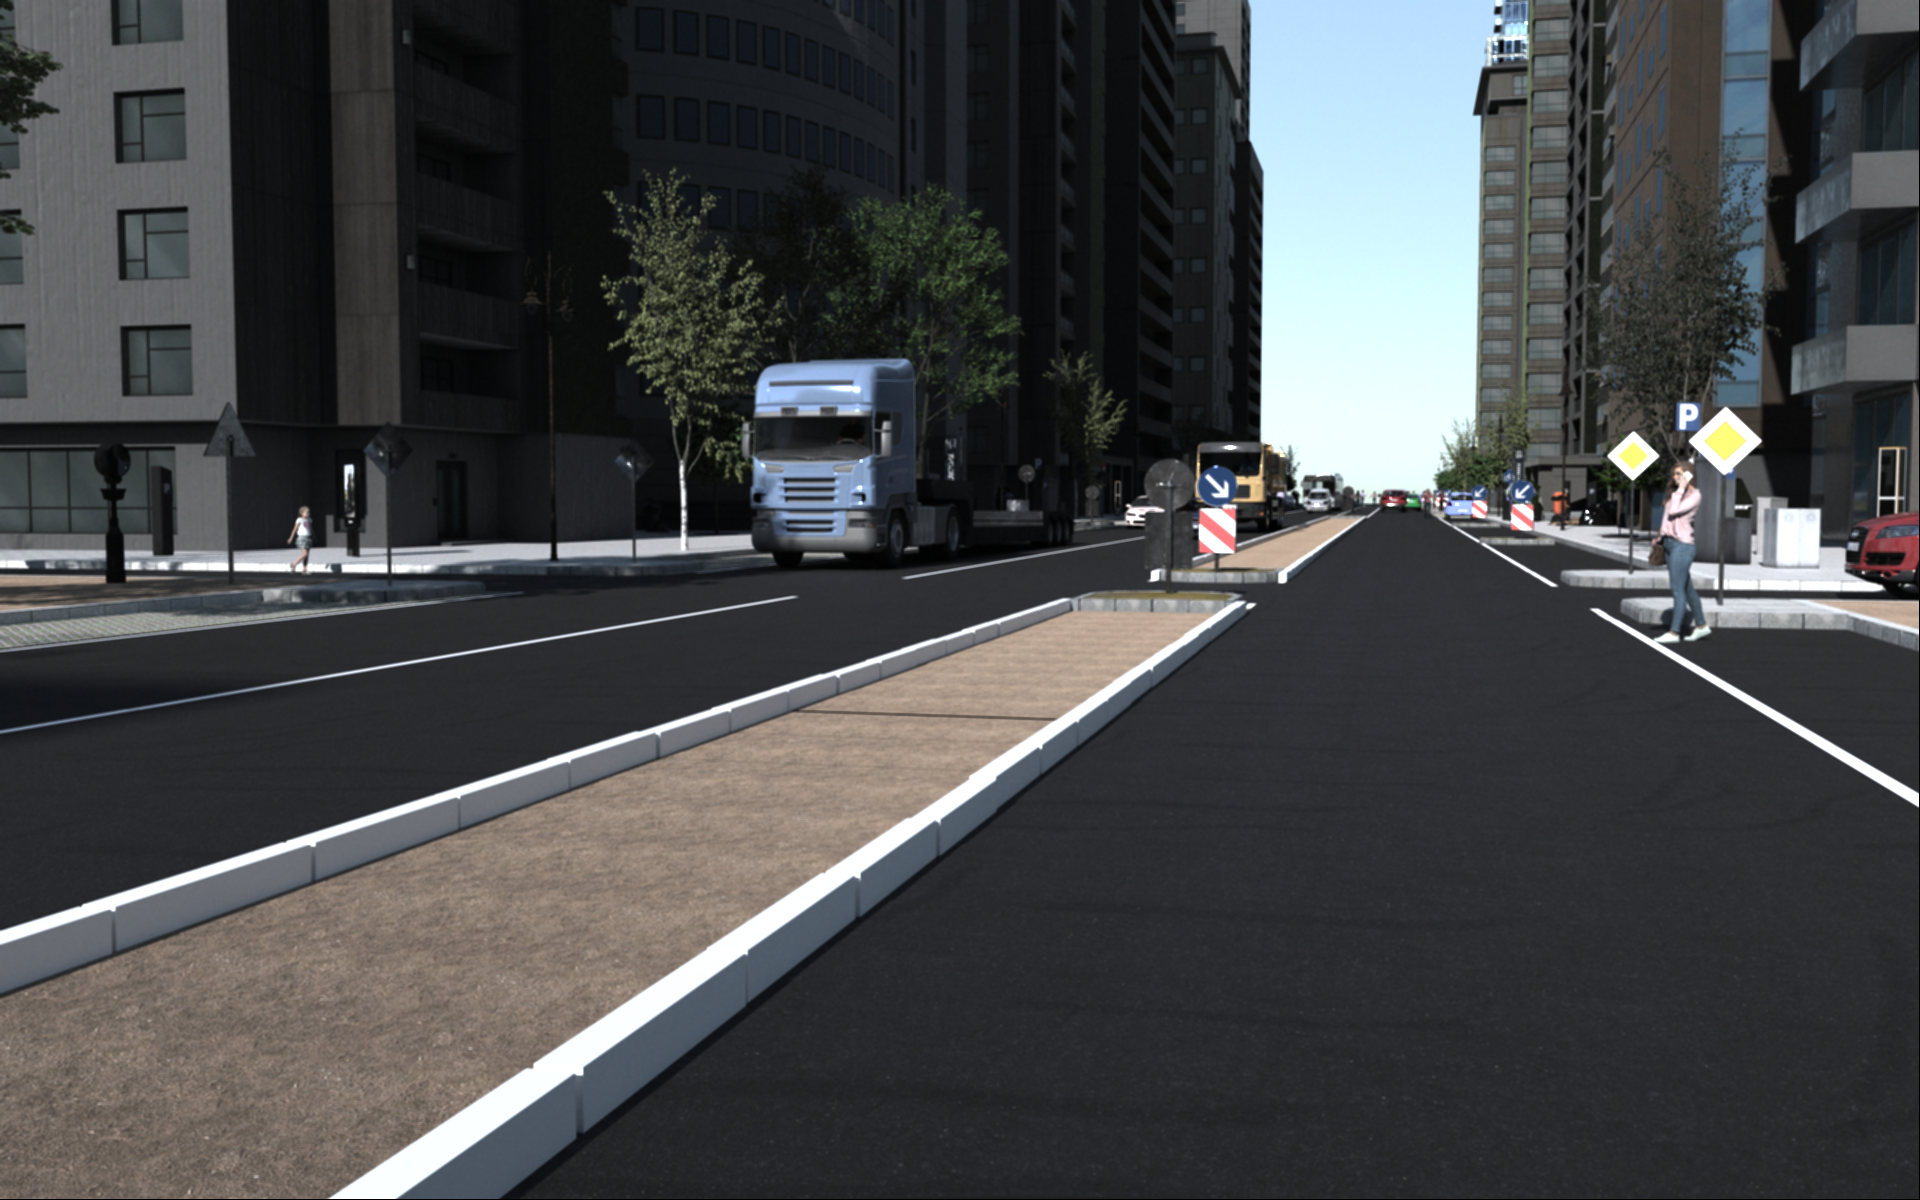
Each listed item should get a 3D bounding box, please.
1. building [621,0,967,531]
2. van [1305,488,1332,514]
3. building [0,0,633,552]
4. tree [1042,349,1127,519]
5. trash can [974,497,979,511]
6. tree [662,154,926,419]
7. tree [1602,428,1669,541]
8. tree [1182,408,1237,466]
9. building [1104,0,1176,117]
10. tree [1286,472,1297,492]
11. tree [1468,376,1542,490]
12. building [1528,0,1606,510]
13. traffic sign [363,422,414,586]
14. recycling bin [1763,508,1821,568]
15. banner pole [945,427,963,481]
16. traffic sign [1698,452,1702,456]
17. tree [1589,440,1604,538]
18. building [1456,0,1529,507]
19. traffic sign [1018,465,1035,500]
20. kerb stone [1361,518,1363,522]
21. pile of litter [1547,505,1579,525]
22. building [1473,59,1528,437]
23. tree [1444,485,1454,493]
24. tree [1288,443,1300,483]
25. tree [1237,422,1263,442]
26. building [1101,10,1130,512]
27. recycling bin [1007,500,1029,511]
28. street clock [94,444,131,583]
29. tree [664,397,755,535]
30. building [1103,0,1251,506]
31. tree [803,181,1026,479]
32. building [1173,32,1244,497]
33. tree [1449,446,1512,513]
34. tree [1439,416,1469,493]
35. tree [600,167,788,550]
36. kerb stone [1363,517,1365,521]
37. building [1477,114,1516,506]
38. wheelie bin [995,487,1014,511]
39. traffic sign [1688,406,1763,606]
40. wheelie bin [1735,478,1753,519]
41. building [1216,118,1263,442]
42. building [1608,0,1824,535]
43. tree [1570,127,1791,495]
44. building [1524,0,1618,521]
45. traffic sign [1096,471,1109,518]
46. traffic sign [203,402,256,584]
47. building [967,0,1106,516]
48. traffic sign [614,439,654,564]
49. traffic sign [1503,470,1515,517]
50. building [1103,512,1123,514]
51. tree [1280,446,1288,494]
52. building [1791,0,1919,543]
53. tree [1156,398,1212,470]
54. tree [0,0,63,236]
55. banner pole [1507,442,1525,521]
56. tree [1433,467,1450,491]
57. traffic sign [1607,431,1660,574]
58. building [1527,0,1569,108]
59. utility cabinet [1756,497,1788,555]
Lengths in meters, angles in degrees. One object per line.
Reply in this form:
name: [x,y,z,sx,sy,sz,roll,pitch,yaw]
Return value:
building: [-13.274,-32.429,72.219,21.231,58.520,28.212,1,4,14]
van: [26.441,-7.373,127.565,2.013,2.044,4.112,1,4,16]
building: [-17.925,-16.668,44.229,14.160,30.474,14.107,1,4,14]
tree: [6.107,-8.421,88.045,4.737,8.622,4.395,0,3,0]
trash can: [0.409,-3.737,72.758,0.748,1.137,0.748,0,3,0]
tree: [-4.704,-6.917,47.510,7.601,10.594,8.767,1,4,17]
tree: [18.981,-3.228,47.379,1.663,3.219,1.824,0,3,0]
tree: [21.247,-12.164,149.238,4.737,8.622,4.395,0,3,0]
building: [5.356,-31.558,139.678,21.300,48.544,21.600,1,4,14]
tree: [48.079,-16.620,255.452,4.285,4.588,4.351,0,3,0]
tree: [34.554,-9.690,108.800,4.737,8.622,4.395,0,3,0]
building: [48.623,-41.176,111.476,20.563,71.187,20.611,1,4,14]
traffic sign: [-7.958,-1.252,24.119,0.795,2.450,0.064,1,4,14]
recycling bin: [14.513,-1.081,30.231,0.722,1.027,0.722,0,4,5]
banner pole: [-0.182,-4.561,64.589,0.863,3.779,0.401,-1,4,-10]
traffic sign: [14.583,-2.032,33.322,0.768,2.556,0.104,1,4,21]
tree: [19.311,-3.446,50.944,1.663,3.219,1.824,0,3,0]
building: [80.054,-56.380,234.481,22.319,86.520,31.000,1,4,14]
traffic sign: [2.879,-4.585,75.064,0.768,2.556,0.104,1,4,20]
kerb stone: [19.471,-3.803,84.411,0.120,0.150,1.000,1,4,14]
pile of litter: [25.347,-3.558,72.142,1.719,0.858,1.176,1,4,13]
building: [76.219,-37.745,206.369,28.713,52.752,27.495,1,4,14]
tree: [57.851,-12.825,204.297,1.663,3.219,1.824,0,3,0]
tree: [47.201,-18.362,250.586,4.737,8.622,4.395,0,3,0]
tree: [28.080,-13.676,173.969,4.737,8.622,4.395,0,3,0]
building: [10.678,-44.105,159.373,20.563,71.187,20.611,1,4,14]
recycling bin: [2.477,-3.769,74.170,0.722,1.027,0.722,3,4,39]
street clock: [-12.175,-1.245,24.923,0.358,2.002,0.471,1,4,15]
tree: [-7.753,-4.364,55.068,4.285,4.588,4.351,0,3,0]
building: [32.955,-49.577,248.835,20.563,71.187,20.611,1,4,14]
tree: [-1.505,-8.155,59.082,9.928,11.665,9.643,0,3,0]
building: [18.074,-37.732,206.150,28.713,52.752,27.495,1,4,14]
tree: [35.761,-8.148,116.928,4.285,4.588,4.351,0,3,0]
tree: [47.187,-12.973,162.474,4.737,8.622,4.395,0,3,0]
tree: [-6.204,-5.434,39.215,4.737,8.622,4.395,0,3,0]
kerb stone: [20.239,-3.988,87.398,0.120,0.150,1.000,1,4,14]
building: [63.770,-30.872,188.345,14.154,41.232,14.086,1,4,14]
wheelie bin: [2.077,-4.505,81.566,0.980,1.594,0.693,2,4,25]
traffic sign: [8.757,-0.993,19.885,0.795,2.450,0.064,1,4,14]
wheelie bin: [15.056,-1.599,34.046,0.980,1.594,0.693,-1,4,-16]
building: [28.318,-37.019,228.968,21.300,48.544,21.600,1,4,14]
building: [30.385,-24.960,58.211,14.600,45.320,14.200,1,4,14]
tree: [14.991,-5.215,35.636,4.360,8.622,3.978,0,3,0]
building: [44.824,-23.969,83.768,32.217,40.220,23.993,1,4,14]
traffic sign: [7.720,-5.739,93.943,0.768,2.556,0.104,1,4,23]
traffic sign: [-10.356,-1.501,24.544,0.884,2.594,0.081,1,4,17]
building: [0.259,-25.428,99.344,14.154,41.232,14.086,1,4,14]
traffic sign: [-5.999,-1.726,31.861,0.795,2.450,0.064,1,4,14]
traffic sign: [28.785,-5.532,90.558,0.768,2.556,0.104,1,4,20]
building: [1.183,-41.562,117.786,20.563,71.187,20.611,1,4,14]
tree: [34.368,-15.311,200.696,4.737,8.622,4.395,0,3,0]
building: [34.008,-25.405,34.974,30.456,49.044,23.786,1,4,14]
tree: [17.119,-11.137,132.452,4.360,8.622,3.978,0,3,0]
tree: [-12.245,-6.019,16.534,7.486,12.596,7.792,0,3,0]
banner pole: [26.565,-5.672,82.753,0.401,3.779,0.863,-2,4,-29]
tree: [53.506,-12.395,186.371,4.285,4.588,4.351,0,3,0]
traffic sign: [10.715,-1.467,27.627,0.795,2.450,0.064,1,4,14]
building: [49.616,-27.303,130.000,14.154,41.232,14.086,1,4,14]
utility cabinet: [17.180,-1.557,36.626,0.306,1.237,1.020,3,5,44]
